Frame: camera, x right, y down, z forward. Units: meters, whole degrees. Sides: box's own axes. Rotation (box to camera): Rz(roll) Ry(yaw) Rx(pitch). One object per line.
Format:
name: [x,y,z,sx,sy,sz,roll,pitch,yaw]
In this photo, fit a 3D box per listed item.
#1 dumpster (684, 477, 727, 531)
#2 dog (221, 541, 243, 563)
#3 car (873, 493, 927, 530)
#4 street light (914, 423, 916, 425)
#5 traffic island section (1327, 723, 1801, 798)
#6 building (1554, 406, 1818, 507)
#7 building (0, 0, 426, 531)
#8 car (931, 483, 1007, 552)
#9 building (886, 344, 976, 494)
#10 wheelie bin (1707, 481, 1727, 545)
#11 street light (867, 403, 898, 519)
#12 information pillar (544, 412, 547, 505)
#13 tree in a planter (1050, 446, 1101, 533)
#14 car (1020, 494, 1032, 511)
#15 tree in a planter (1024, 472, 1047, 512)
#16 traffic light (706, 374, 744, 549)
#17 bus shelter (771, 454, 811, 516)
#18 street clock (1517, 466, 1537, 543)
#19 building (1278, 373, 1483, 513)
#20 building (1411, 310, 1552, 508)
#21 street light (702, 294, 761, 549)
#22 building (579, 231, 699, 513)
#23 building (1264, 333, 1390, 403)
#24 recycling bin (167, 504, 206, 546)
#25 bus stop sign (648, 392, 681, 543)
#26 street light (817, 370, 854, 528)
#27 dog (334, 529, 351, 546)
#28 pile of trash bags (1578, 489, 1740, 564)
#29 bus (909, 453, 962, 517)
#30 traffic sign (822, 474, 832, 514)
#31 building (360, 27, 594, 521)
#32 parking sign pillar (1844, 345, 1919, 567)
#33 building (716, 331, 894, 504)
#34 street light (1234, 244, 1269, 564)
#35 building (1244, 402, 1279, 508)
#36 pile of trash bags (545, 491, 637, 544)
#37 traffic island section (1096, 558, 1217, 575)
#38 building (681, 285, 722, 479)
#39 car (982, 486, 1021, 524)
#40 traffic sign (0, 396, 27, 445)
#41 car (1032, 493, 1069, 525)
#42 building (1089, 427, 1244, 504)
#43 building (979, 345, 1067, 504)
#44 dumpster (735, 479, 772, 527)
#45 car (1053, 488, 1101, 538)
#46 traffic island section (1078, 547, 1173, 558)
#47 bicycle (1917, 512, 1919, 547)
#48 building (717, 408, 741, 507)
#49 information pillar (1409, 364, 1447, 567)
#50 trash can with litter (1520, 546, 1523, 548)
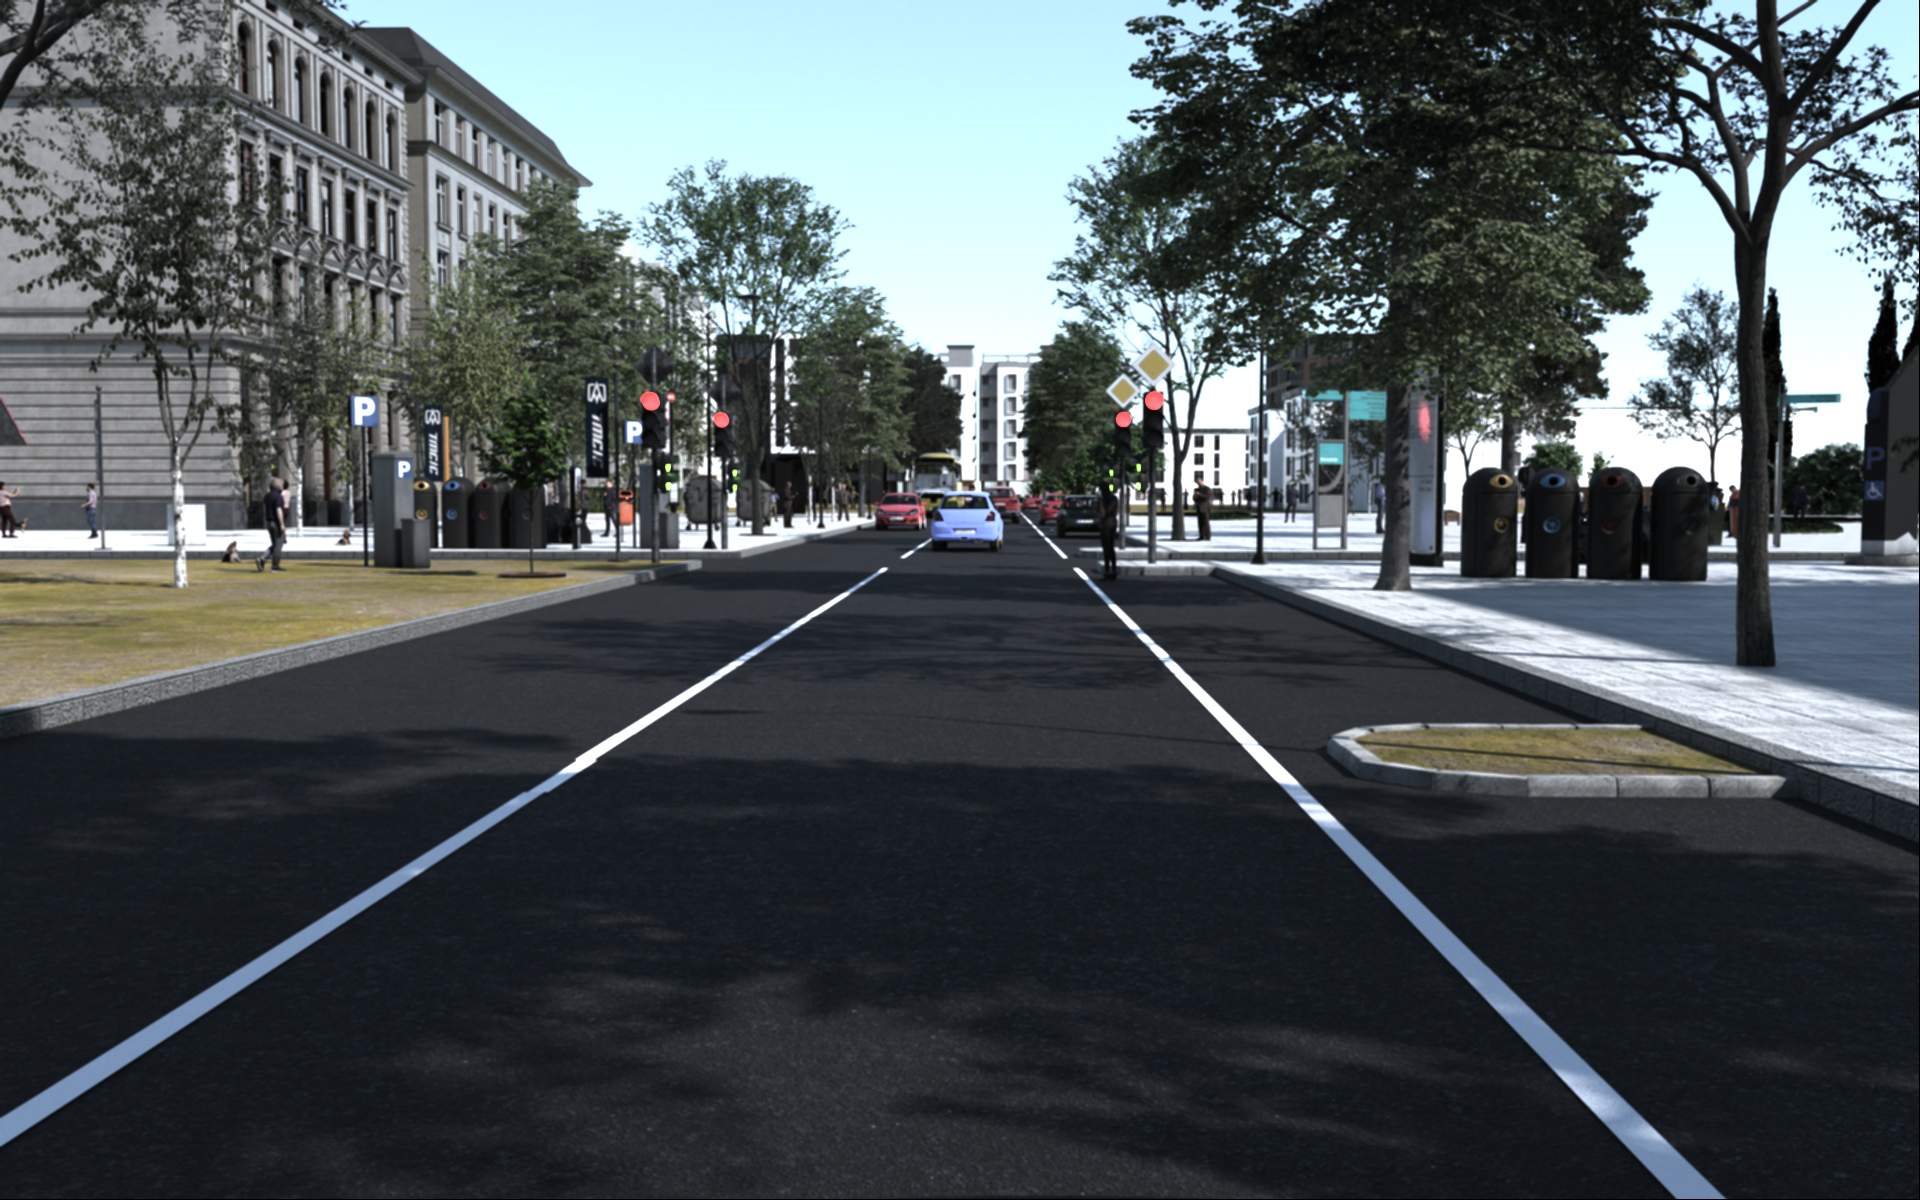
dumpster: [-8.921,-3.363,60.747,1.264,1.857,1.865,0,4,2]
dog: [-13.614,-0.905,32.529,0.550,0.427,0.748,0,4,2]
car: [-2.367,-3.697,69.491,2.155,1.783,4.494,0,4,3]
street light: [-3.583,-8.584,112.891,1.470,5.913,1.316,0,4,1]
traffic island section: [3.014,0.837,9.182,1.991,0.108,1.994,0,4,1]
building: [67.884,-13.738,166.759,28.070,9.664,9.099,0,4,1]
building: [-29.991,-14.698,69.191,11.050,23.489,19.941,0,4,1]
car: [0.212,-2.131,44.440,1.945,1.707,3.694,0,4,3]
building: [-3.658,-22.564,225.341,11.380,20.091,16.016,0,4,1]
wheelie bin: [18.827,-2.185,43.637,0.693,1.594,0.980,-1,4,-21]
street light: [-4.084,-7.092,88.502,1.470,5.913,1.316,0,4,1]
information pillar: [-11.203,-3.375,46.535,0.183,3.616,0.504,-2,4,-25]
tree in a planter: [4.356,-4.127,64.697,1.991,3.239,1.994,0,4,1]
car: [6.168,-8.407,146.499,2.155,1.783,4.494,0,4,2]
tree in a planter: [6.228,-8.833,141.635,1.991,3.239,1.994,0,4,1]
traffic light: [-5.441,-3.106,40.034,0.839,4.213,0.868,0,4,1]
bus shelter: [-10.245,-6.975,105.326,1.731,3.624,6.357,0,4,2]
street clock: [14.729,-2.474,45.024,0.471,2.002,0.358,-2,4,-29]
building: [30.976,-11.492,130.035,9.099,9.664,28.070,0,4,1]
building: [48.080,-18.778,163.444,11.380,20.091,16.016,0,4,1]
street light: [-5.312,-4.147,40.338,1.470,5.913,1.316,0,4,1]
building: [-31.171,-16.275,132.554,16.747,18.905,31.486,0,4,1]
building: [58.549,-23.644,230.551,32.646,21.610,27.936,0,4,1]
recycling bin: [-19.119,-1.851,42.811,0.722,1.027,0.722,-3,5,-40]
bus stop sign: [-7.762,-3.468,45.406,0.855,3.939,0.416,-2,4,-31]
street light: [-4.663,-5.640,64.747,1.470,5.913,1.316,0,4,1]
dog: [-15.536,-1.576,43.506,0.550,0.427,0.748,3,4,38]
pile of trash bags: [12.957,-1.347,31.777,3.447,1.369,1.912,0,4,3]
bus: [-1.336,-7.064,107.038,2.896,3.916,12.252,0,4,2]
traffic sign: [-8.514,-6.808,111.413,0.768,2.556,0.104,1,4,11]
building: [-31.361,-15.964,94.287,16.112,22.955,30.059,0,4,1]
parking sign pillar: [16.743,-2.608,31.106,1.447,3.967,1.447,-3,4,-38]
building: [-25.690,-23.729,231.939,32.646,21.610,27.936,0,4,1]
street light: [4.961,-3.614,31.633,1.470,5.913,1.316,0,4,1]
building: [32.708,-13.203,158.019,9.099,9.664,28.070,0,4,1]
pile of trash bags: [-10.098,-2.154,44.970,3.447,1.369,1.912,-2,4,-26]
traffic island section: [3.564,-0.592,31.957,2.009,0.180,2.903,0,4,1]
building: [-29.941,-18.237,154.600,16.016,20.091,11.380,0,4,1]
car: [1.887,-4.681,85.210,2.281,1.827,5.304,0,3,0]
traffic sign: [-10.598,-1.156,18.899,0.884,2.594,0.081,0,4,6]
car: [4.584,-4.368,80.449,2.155,1.783,4.494,0,4,1]
building: [27.845,-17.108,221.862,28.070,9.664,9.099,0,4,1]
building: [8.210,-22.574,225.503,11.380,20.091,16.016,0,4,1]
dumpster: [-8.128,-3.807,67.997,1.264,1.857,1.865,0,4,2]
car: [4.091,-2.921,57.538,2.009,1.686,4.222,0,4,3]
traffic island section: [3.758,-1.080,39.940,2.009,0.180,2.903,0,4,1]
bicycle: [22.533,-1.665,40.439,1.543,0.972,0.635,-2,4,-24]
building: [-35.972,-13.854,168.660,28.070,9.664,9.099,0,4,1]
information pillar: [8.313,-2.432,31.087,0.184,3.620,1.656,0,4,-6]
trash can with litter: [14.142,-1.818,40.784,1.678,1.210,2.233,-1,4,-13]
